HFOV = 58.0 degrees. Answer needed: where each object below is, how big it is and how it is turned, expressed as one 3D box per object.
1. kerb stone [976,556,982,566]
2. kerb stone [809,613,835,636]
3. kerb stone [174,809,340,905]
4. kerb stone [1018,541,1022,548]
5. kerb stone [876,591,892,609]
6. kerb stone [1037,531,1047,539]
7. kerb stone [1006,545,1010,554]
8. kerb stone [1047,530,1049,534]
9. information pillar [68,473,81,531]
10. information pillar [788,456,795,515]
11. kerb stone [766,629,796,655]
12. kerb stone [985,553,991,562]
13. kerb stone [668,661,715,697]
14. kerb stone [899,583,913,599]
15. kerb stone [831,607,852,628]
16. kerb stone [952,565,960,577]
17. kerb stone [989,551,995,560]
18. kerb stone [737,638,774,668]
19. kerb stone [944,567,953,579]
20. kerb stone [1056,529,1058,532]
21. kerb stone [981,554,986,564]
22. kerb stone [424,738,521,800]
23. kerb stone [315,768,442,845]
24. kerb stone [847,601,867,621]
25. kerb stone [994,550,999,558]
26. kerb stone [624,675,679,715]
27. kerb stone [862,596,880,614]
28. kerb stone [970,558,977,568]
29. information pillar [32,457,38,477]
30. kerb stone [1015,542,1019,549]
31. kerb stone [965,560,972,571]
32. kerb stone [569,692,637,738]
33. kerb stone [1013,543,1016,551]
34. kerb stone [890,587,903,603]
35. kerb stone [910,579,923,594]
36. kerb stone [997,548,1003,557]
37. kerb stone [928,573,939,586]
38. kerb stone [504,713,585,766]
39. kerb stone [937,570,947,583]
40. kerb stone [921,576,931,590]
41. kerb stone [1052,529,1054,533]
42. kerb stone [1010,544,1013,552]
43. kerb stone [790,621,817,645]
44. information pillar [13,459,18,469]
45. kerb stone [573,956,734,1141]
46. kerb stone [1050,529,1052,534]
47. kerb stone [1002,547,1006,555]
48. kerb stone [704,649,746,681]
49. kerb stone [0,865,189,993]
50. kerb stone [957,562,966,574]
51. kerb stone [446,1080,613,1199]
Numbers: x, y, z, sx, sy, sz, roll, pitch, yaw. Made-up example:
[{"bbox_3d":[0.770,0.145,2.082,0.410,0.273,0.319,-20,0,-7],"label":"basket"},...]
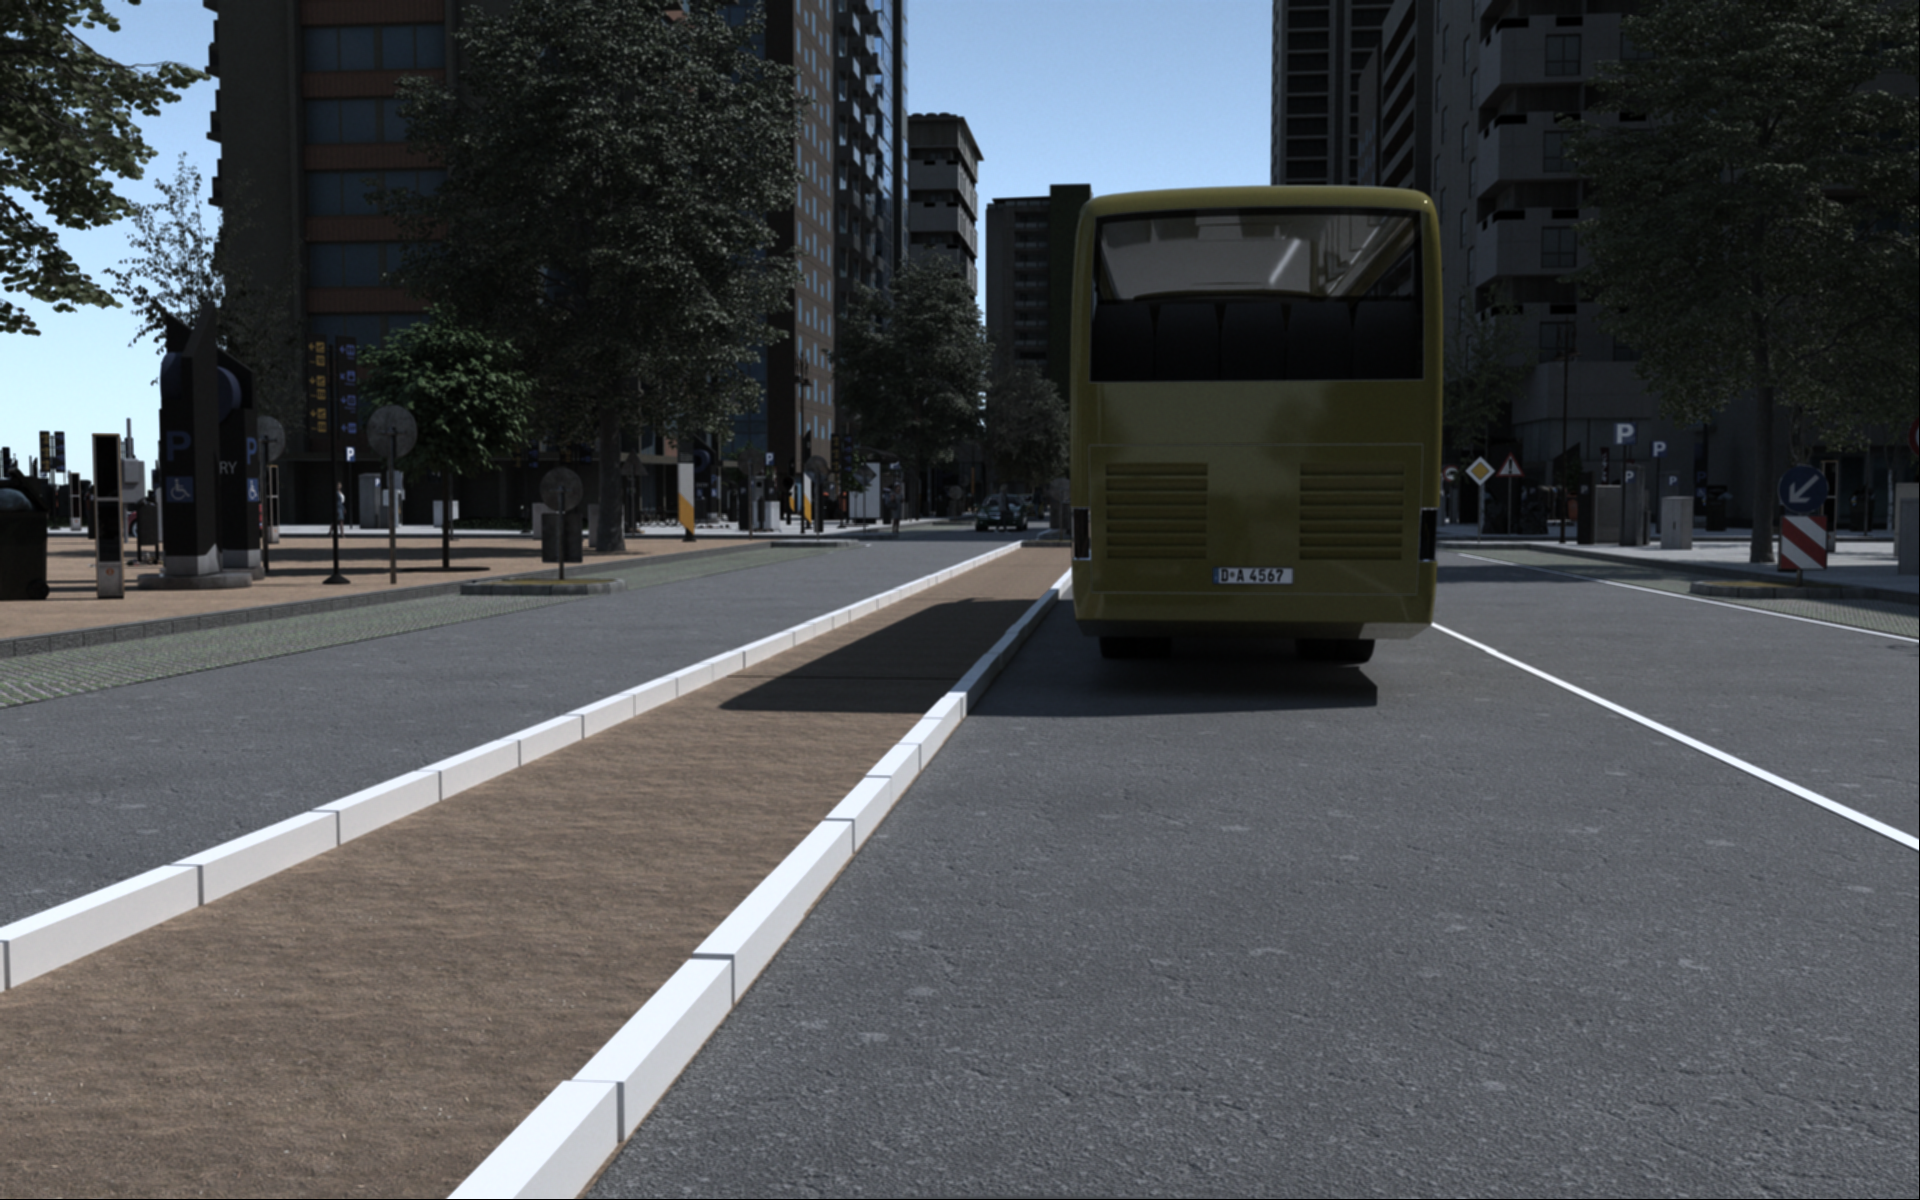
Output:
[{"bbox_3d":[0.273,-0.724,34.034,0.120,0.150,1.000,0,4,6],"label":"kerb stone"},{"bbox_3d":[-1.451,0.274,17.719,0.120,0.150,1.000,0,4,6],"label":"kerb stone"},{"bbox_3d":[-2.627,0.960,6.498,0.120,0.150,1.000,0,4,6],"label":"kerb stone"},{"bbox_3d":[1.457,-1.409,45.239,0.120,0.150,1.000,0,4,6],"label":"kerb stone"},{"bbox_3d":[-1.016,0.025,21.788,0.120,0.150,1.000,0,4,6],"label":"kerb stone"},{"bbox_3d":[2.695,-2.129,57.012,0.120,0.150,1.000,0,4,6],"label":"kerb stone"},{"bbox_3d":[1.025,-1.159,41.163,0.120,0.150,1.000,0,4,6],"label":"kerb stone"},{"bbox_3d":[2.805,-2.192,58.029,0.120,0.150,1.000,0,4,6],"label":"kerb stone"},{"bbox_3d":[-30.873,-3.420,60.417,0.304,2.012,0.304,-3,4,-38],"label":"information pillar"},{"bbox_3d":[-10.437,-7.082,107.139,0.183,3.616,0.504,3,4,38],"label":"information pillar"},{"bbox_3d":[-1.664,0.404,15.671,0.120,0.150,1.000,0,4,6],"label":"kerb stone"},{"bbox_3d":[0.485,-0.848,36.068,0.120,0.150,1.000,0,4,6],"label":"kerb stone"},{"bbox_3d":[-1.982,0.587,12.611,0.120,0.150,1.000,0,4,6],"label":"kerb stone"},{"bbox_3d":[-0.803,-0.100,23.836,0.120,0.150,1.000,0,4,6],"label":"kerb stone"},{"bbox_3d":[-1.340,0.212,18.736,0.120,0.150,1.000,0,4,6],"label":"kerb stone"},{"bbox_3d":[-0.154,-0.474,29.941,0.120,0.150,1.000,0,4,6],"label":"kerb stone"},{"bbox_3d":[0.597,-0.911,37.091,0.120,0.150,1.000,0,4,6],"label":"kerb stone"},{"bbox_3d":[-1.763,0.461,14.651,0.120,0.150,1.000,0,4,6],"label":"kerb stone"},{"bbox_3d":[-0.269,-0.411,28.926,0.120,0.150,1.000,0,4,6],"label":"kerb stone"},{"bbox_3d":[3.446,-2.560,64.148,0.120,0.150,1.000,0,4,6],"label":"kerb stone"},{"bbox_3d":[0.380,-0.786,35.052,0.120,0.150,1.000,0,4,6],"label":"kerb stone"},{"bbox_3d":[-2.415,0.837,8.545,0.120,0.150,1.000,0,4,6],"label":"kerb stone"},{"bbox_3d":[-2.522,0.897,7.523,0.120,0.150,1.000,0,4,6],"label":"kerb stone"},{"bbox_3d":[-1.228,0.149,19.751,0.120,0.150,1.000,0,4,6],"label":"kerb stone"},{"bbox_3d":[0.696,-0.973,38.108,0.120,0.150,1.000,0,4,6],"label":"kerb stone"},{"bbox_3d":[-2.090,0.648,11.593,0.120,0.150,1.000,0,4,6],"label":"kerb stone"},{"bbox_3d":[-1.127,0.087,20.769,0.120,0.150,1.000,0,4,6],"label":"kerb stone"},{"bbox_3d":[0.160,-0.662,33.013,0.120,0.150,1.000,0,4,6],"label":"kerb stone"},{"bbox_3d":[-58.539,-7.237,109.678,0.183,3.616,0.504,0,4,1],"label":"information pillar"},{"bbox_3d":[1.344,-1.347,44.223,0.120,0.150,1.000,0,4,6],"label":"kerb stone"},{"bbox_3d":[0.057,-0.599,31.996,0.120,0.150,1.000,0,4,6],"label":"kerb stone"},{"bbox_3d":[-2.195,0.711,10.577,0.120,0.150,1.000,0,4,6],"label":"kerb stone"},{"bbox_3d":[1.245,-1.284,43.196,0.120,0.150,1.000,0,4,6],"label":"kerb stone"},{"bbox_3d":[-0.910,-0.033,22.814,0.120,0.150,1.000,0,4,6],"label":"kerb stone"},{"bbox_3d":[-0.696,-0.162,24.852,0.120,0.150,1.000,0,4,6],"label":"kerb stone"},{"bbox_3d":[0.808,-1.036,39.131,0.120,0.150,1.000,0,4,6],"label":"kerb stone"},{"bbox_3d":[-0.483,-0.287,26.887,0.120,0.150,1.000,0,4,6],"label":"kerb stone"},{"bbox_3d":[-2.306,0.776,9.561,0.120,0.150,1.000,0,4,6],"label":"kerb stone"},{"bbox_3d":[-0.369,-0.344,27.905,0.120,0.150,1.000,0,4,6],"label":"kerb stone"},{"bbox_3d":[-0.592,-0.221,25.869,0.120,0.150,1.000,0,4,6],"label":"kerb stone"},{"bbox_3d":[3.125,-2.378,61.092,0.120,0.150,1.000,0,4,6],"label":"kerb stone"},{"bbox_3d":[1.135,-1.214,42.180,0.120,0.150,1.000,0,4,6],"label":"kerb stone"},{"bbox_3d":[-1.556,0.340,16.699,0.120,0.150,1.000,0,4,6],"label":"kerb stone"},{"bbox_3d":[-63.847,-7.688,117.057,0.183,3.616,0.504,1,4,14],"label":"information pillar"},{"bbox_3d":[-0.744,1.101,4.305,0.120,0.150,1.000,0,4,6],"label":"kerb stone"},{"bbox_3d":[3.021,-2.317,60.071,0.120,0.150,1.000,0,4,6],"label":"kerb stone"},{"bbox_3d":[0.916,-1.098,40.147,0.120,0.150,1.000,0,4,6],"label":"kerb stone"},{"bbox_3d":[-1.879,0.524,13.632,0.120,0.150,1.000,0,4,6],"label":"kerb stone"},{"bbox_3d":[-2.740,1.022,5.483,0.120,0.150,1.000,0,4,6],"label":"kerb stone"},{"bbox_3d":[-0.048,-0.534,30.967,0.120,0.150,1.000,0,4,6],"label":"kerb stone"},{"bbox_3d":[-0.860,1.156,3.290,0.120,0.150,1.000,0,4,6],"label":"kerb stone"}]
